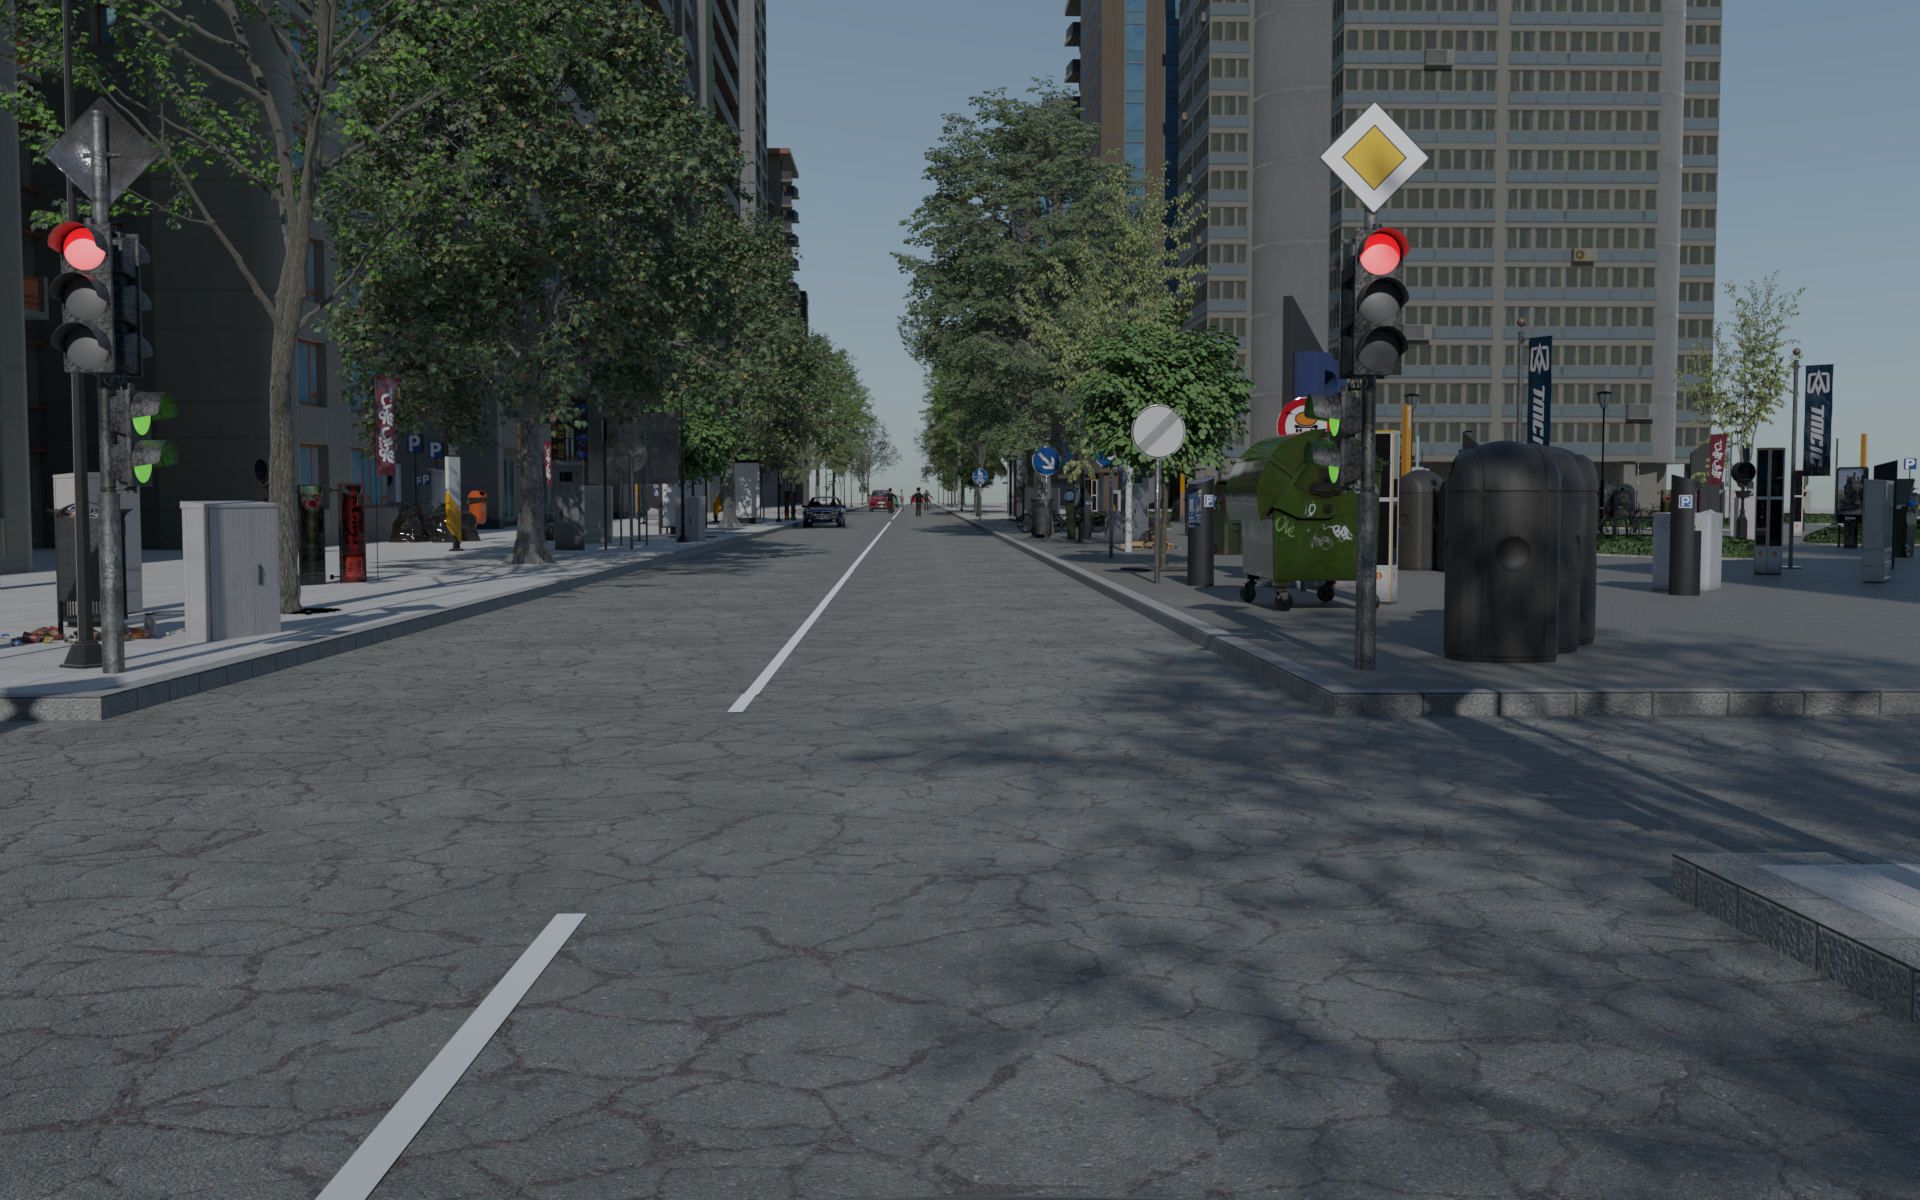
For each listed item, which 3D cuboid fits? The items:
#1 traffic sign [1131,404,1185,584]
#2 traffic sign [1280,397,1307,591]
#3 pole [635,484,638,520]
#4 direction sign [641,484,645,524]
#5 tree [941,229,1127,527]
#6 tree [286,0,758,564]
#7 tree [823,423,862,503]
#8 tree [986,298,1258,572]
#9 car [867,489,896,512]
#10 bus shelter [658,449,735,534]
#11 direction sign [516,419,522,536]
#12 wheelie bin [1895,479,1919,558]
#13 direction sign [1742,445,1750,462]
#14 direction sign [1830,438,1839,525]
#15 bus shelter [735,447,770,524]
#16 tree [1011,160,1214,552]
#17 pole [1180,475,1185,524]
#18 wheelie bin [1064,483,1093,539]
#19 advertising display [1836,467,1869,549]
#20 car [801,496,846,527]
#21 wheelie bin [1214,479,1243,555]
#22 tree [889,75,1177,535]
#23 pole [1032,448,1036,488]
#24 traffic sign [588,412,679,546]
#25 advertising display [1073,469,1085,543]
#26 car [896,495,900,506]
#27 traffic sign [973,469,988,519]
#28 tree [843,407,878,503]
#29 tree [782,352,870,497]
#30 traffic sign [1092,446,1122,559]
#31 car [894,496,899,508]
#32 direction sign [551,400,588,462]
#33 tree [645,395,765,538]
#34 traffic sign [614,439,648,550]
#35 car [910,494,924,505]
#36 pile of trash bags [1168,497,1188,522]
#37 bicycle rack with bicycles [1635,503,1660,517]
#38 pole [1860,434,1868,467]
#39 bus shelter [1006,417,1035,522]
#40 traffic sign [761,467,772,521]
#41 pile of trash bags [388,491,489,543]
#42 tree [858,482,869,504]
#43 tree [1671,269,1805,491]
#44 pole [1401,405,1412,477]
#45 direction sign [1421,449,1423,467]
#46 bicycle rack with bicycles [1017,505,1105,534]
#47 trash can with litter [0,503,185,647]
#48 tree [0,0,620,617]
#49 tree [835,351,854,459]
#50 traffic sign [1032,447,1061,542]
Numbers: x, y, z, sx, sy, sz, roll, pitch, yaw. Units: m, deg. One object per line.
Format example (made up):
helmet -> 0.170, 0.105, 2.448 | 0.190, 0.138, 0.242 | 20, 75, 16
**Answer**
traffic sign -> 2.825, -1.507, 24.751 | 0.768, 2.556, 0.104 | 0, 4, 1
traffic sign -> 4.540, -1.389, 22.812 | 0.768, 2.556, 0.104 | 0, 4, 2
pole -> -16.125, -5.668, 86.521 | 0.158, 3.312, 0.155 | 0, 3, 0
direction sign -> -13.377, -4.970, 73.249 | 0.876, 3.537, 0.379 | 2, 4, 33
tree -> 2.844, -8.639, 67.008 | 9.928, 11.665, 9.643 | 0, 3, 0
tree -> -7.936, -7.024, 31.854 | 9.611, 12.733, 9.660 | 0, 3, 0
tree -> -10.946, -12.729, 158.486 | 4.737, 8.622, 4.395 | 0, 3, 0
tree -> 3.406, -2.779, 29.155 | 4.285, 4.588, 4.351 | 0, 3, 0
car -> -6.319, -8.032, 139.995 | 2.281, 1.827, 5.304 | 0, 4, -1
bus shelter -> -8.875, -3.885, 57.451 | 2.014, 3.302, 5.546 | 0, 4, -1
direction sign -> -13.251, -3.688, 52.303 | 0.379, 3.537, 0.876 | -2, 4, -26
wheelie bin -> 19.069, -1.676, 35.316 | 0.693, 1.594, 0.980 | -3, 5, -41
direction sign -> 36.171, -5.375, 79.885 | 0.379, 3.537, 0.876 | 0, 4, -3
direction sign -> 35.718, -4.808, 70.609 | 0.379, 3.537, 0.876 | 2, 4, 30
bus shelter -> -9.457, -5.100, 77.302 | 2.014, 3.302, 5.546 | 0, 4, -2
tree -> 3.570, -5.378, 38.291 | 4.737, 8.622, 4.395 | 0, 3, 0
pole -> 9.600, -4.944, 74.684 | 0.158, 3.312, 0.155 | 0, 3, 0
wheelie bin -> 3.344, -2.527, 49.225 | 0.693, 1.594, 0.980 | 2, 4, 26
advertising display -> 21.078, -2.185, 40.939 | 0.123, 1.923, 0.974 | -1, 4, -9
car -> -5.925, -3.861, 75.707 | 1.945, 1.354, 3.894 | 0, 4, -1
wheelie bin -> 5.708, -1.755, 36.609 | 0.980, 1.594, 0.693 | -2, 4, -30
tree -> 2.674, -8.981, 53.499 | 9.857, 13.997, 8.962 | 0, 3, 0
pole -> 3.145, -4.845, 73.065 | 0.158, 3.312, 0.155 | 0, 3, 0
traffic sign -> -8.098, -3.000, 42.930 | 2.265, 3.308, 0.079 | 0, 4, 4
advertising display -> 3.129, -2.466, 45.527 | 0.123, 1.923, 0.974 | 0, 4, -6
car -> -8.357, -12.266, 212.917 | 2.083, 1.381, 4.827 | 0, 4, -2
traffic sign -> 1.027, -5.354, 87.651 | 0.768, 2.556, 0.104 | 0, 4, 0
tree -> -13.215, -20.518, 245.831 | 12.009, 13.543, 11.850 | 0, 3, 0
tree -> -10.323, -12.986, 130.451 | 7.486, 12.596, 7.792 | 0, 3, 0
traffic sign -> 3.007, -2.098, 34.409 | 0.768, 2.556, 0.104 | 0, 4, 6
car -> -7.462, -10.733, 184.284 | 1.959, 1.807, 4.718 | 0, 4, -3
direction sign -> -9.379, -3.038, 41.662 | 0.876, 3.537, 0.379 | 0, 4, -3
tree -> -7.966, -4.114, 50.981 | 4.285, 4.588, 4.351 | 0, 3, 0
traffic sign -> -7.595, -2.439, 39.981 | 0.768, 2.556, 0.104 | 0, 4, 0
car -> -5.759, -13.668, 232.507 | 2.155, 1.783, 4.494 | 0, 4, -1
pile of trash bags -> 10.689, -4.213, 78.640 | 1.912, 1.369, 3.447 | 0, 4, -6
bicycle rack with bicycles -> 28.704, -3.611, 72.427 | 2.925, 0.926, 2.852 | 2, 4, 34
pole -> 30.493, -3.954, 58.492 | 0.158, 3.312, 0.155 | 0, 3, 0
bus shelter -> 3.199, -6.424, 82.671 | 2.179, 5.291, 8.768 | 0, 4, -1
traffic sign -> -9.186, -4.949, 81.028 | 0.768, 2.556, 0.104 | 0, 4, 0
pile of trash bags -> -13.902, -2.286, 47.130 | 1.912, 1.369, 3.447 | 1, 4, 16
tree -> -13.106, -14.759, 235.909 | 1.663, 3.219, 1.824 | 0, 3, 0
tree -> 26.048, -6.558, 57.579 | 4.737, 8.622, 4.395 | 0, 3, 0
pole -> 10.219, -2.804, 39.693 | 0.158, 3.312, 0.155 | 0, 3, 0
direction sign -> 23.334, -5.842, 87.510 | 0.379, 3.537, 0.876 | 1, 4, 15
bicycle rack with bicycles -> 3.339, -2.690, 57.368 | 2.925, 0.926, 2.852 | 0, 4, 8
trash can with litter -> -8.065, -0.262, 15.338 | 2.233, 1.210, 1.678 | 0, 3, 0
tree -> -7.153, -5.664, 18.358 | 9.928, 11.665, 9.643 | 0, 3, 0
tree -> -8.790, -9.154, 66.674 | 9.611, 12.733, 9.660 | 0, 3, 0
traffic sign -> 2.330, -2.853, 46.747 | 0.768, 2.556, 0.104 | 0, 4, 0
